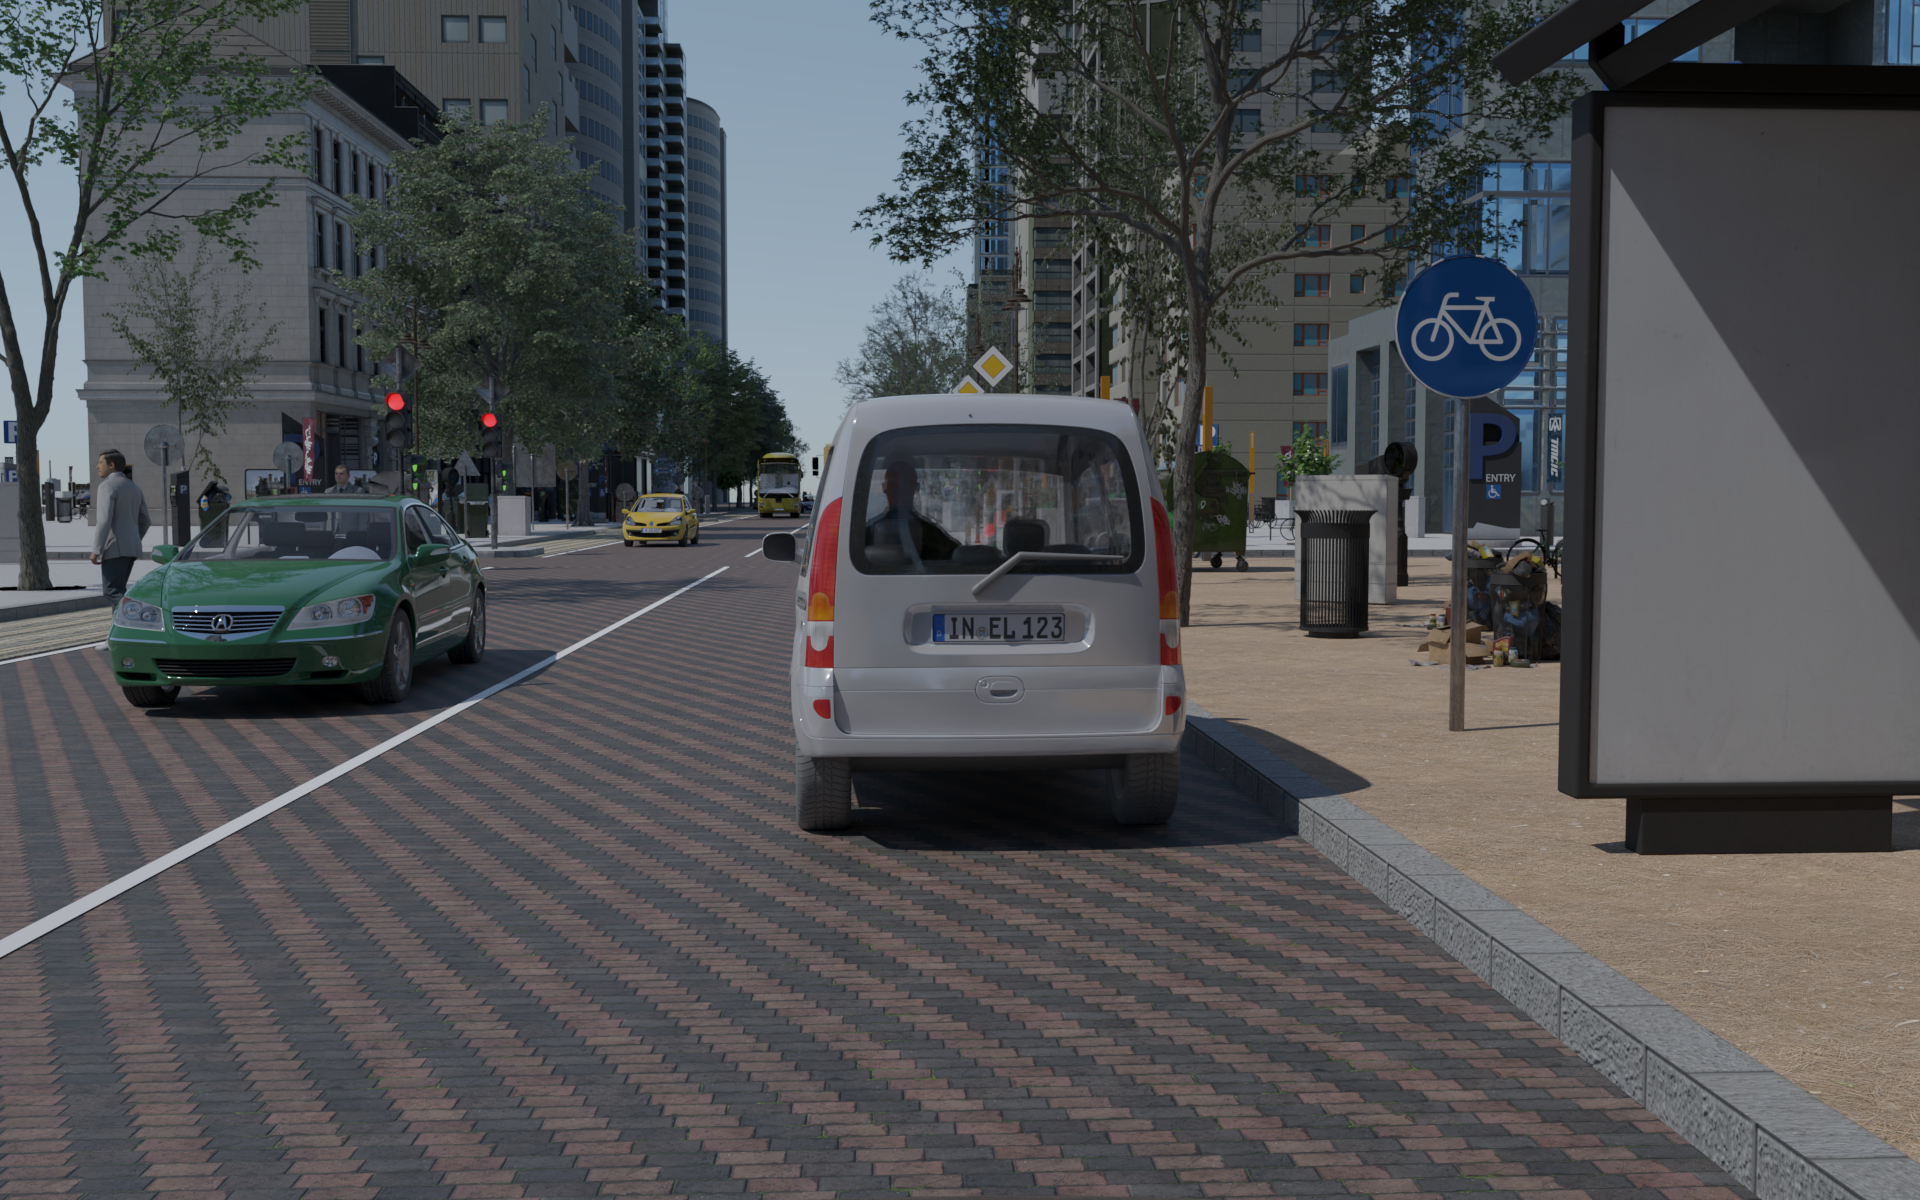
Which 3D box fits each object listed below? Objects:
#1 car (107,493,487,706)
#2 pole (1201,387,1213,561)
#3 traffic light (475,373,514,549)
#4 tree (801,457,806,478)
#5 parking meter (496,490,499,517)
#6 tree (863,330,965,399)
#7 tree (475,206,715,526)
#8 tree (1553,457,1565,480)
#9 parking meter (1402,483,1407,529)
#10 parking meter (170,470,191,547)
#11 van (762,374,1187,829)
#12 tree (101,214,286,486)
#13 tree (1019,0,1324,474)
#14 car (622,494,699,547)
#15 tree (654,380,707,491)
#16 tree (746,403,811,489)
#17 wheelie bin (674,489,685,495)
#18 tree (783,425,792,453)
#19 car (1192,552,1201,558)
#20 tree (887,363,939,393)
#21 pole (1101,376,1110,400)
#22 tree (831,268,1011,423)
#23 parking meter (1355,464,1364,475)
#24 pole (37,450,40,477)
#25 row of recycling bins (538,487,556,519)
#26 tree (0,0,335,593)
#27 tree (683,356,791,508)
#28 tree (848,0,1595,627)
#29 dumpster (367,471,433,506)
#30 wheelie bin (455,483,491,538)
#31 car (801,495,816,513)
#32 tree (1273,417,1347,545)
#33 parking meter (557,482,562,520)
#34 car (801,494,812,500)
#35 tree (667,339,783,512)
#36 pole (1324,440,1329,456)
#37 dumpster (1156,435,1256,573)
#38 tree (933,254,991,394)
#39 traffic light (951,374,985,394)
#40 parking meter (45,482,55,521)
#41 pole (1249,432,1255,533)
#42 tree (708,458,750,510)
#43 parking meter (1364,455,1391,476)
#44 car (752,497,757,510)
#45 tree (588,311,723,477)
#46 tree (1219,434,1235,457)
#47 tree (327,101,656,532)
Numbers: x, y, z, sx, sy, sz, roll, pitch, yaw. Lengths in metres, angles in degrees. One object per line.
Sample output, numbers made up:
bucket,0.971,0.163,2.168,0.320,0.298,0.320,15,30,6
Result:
car,-4.869,-0.092,13.306,2.131,1.459,4.920,0,4,-5
pole,4.707,-2.393,32.977,0.158,3.312,0.155,0,3,0
traffic light,-10.822,-3.137,40.211,0.839,4.253,0.868,0,4,-3
tree,-25.582,-19.202,264.313,4.737,8.622,4.395,0,3,0
parking meter,-25.859,-5.411,96.887,0.372,1.533,0.369,0,3,0
tree,-2.570,-11.173,108.427,9.928,11.665,9.643,0,3,0
tree,-15.005,-9.291,68.913,9.611,12.733,9.660,0,3,0
tree,16.578,-3.102,45.324,1.663,3.219,1.824,0,3,0
parking meter,6.177,-1.000,24.768,0.372,1.533,0.369,0,3,0
parking meter,-18.933,-2.223,42.056,0.255,1.863,0.399,2,4,33
van,-0.012,-0.111,8.821,2.013,2.044,4.112,0,4,-5
tree,-20.621,-5.879,46.489,4.360,8.622,3.978,0,3,0
tree,2.804,-4.512,24.138,4.360,8.622,3.978,0,3,0
car,-8.309,-2.325,48.242,2.015,1.641,3.980,0,4,-2
tree,-17.336,-9.535,106.257,4.360,8.622,3.978,0,3,0
tree,-22.954,-18.046,212.051,9.611,12.733,9.660,0,3,0
wheelie bin,-16.193,-5.612,99.667,0.693,1.594,0.980,-2,4,-28
tree,-20.474,-15.562,172.571,7.486,12.596,7.792,0,3,0
car,3.321,-1.713,36.811,4.718,1.807,1.959,0,4,-3
tree,-4.109,-14.127,147.990,9.611,12.733,9.660,0,3,0
pole,2.516,-2.216,30.076,0.158,3.312,0.155,0,3,0
tree,-2.151,-11.305,95.201,12.009,13.543,11.850,0,3,0
parking meter,7.120,-1.512,30.430,0.399,1.863,0.255,1,4,23
pole,-42.449,-5.255,79.757,0.158,3.312,0.155,0,3,0
row of recycling bins,-21.566,-4.869,86.728,1.069,1.692,3.534,2,4,24
tree,-12.352,-5.942,22.904,9.928,11.665,9.643,0,3,0
tree,-20.431,-15.444,159.170,9.857,13.997,8.962,0,3,0
tree,2.390,-5.009,16.308,7.601,10.594,8.767,1,4,20
dumpster,-14.353,-2.363,44.397,1.264,1.857,1.865,0,4,-3
wheelie bin,-14.130,-2.607,50.537,0.980,1.594,0.693,-1,4,-19
car,-11.236,-7.267,131.398,1.945,1.354,3.894,0,4,-5
tree,8.626,-2.995,43.570,1.663,3.219,1.824,0,3,0
parking meter,-20.067,-4.963,86.850,0.255,1.863,0.399,-1,4,-8
car,-22.308,-14.965,254.894,2.015,1.641,3.980,0,4,-4
tree,-17.595,-12.758,126.726,7.486,12.596,7.792,0,3,0
pole,13.911,-4.401,65.805,0.158,3.312,0.155,0,3,0
dumpster,4.041,-1.623,29.027,1.502,2.255,1.985,0,4,-3
tree,0.976,-6.299,53.350,4.360,8.622,3.978,0,3,0
traffic light,0.172,-3.174,40.823,0.839,4.253,0.868,0,4,-3
parking meter,-43.175,-4.676,82.167,0.255,1.863,0.399,0,4,8
pole,9.554,-3.845,56.707,0.158,3.312,0.155,0,3,0
tree,-18.305,-9.348,136.554,4.285,4.588,4.351,0,3,0
parking meter,6.295,-1.235,25.903,0.255,1.863,0.399,-1,4,-19
car,-16.308,-8.308,144.624,1.959,1.807,4.718,0,4,-2
tree,-17.074,-10.372,95.339,9.928,11.665,9.643,0,3,0
tree,7.749,-3.471,51.355,1.663,3.219,1.824,0,3,0
tree,-14.728,-9.099,55.421,9.857,13.997,8.962,0,3,0
